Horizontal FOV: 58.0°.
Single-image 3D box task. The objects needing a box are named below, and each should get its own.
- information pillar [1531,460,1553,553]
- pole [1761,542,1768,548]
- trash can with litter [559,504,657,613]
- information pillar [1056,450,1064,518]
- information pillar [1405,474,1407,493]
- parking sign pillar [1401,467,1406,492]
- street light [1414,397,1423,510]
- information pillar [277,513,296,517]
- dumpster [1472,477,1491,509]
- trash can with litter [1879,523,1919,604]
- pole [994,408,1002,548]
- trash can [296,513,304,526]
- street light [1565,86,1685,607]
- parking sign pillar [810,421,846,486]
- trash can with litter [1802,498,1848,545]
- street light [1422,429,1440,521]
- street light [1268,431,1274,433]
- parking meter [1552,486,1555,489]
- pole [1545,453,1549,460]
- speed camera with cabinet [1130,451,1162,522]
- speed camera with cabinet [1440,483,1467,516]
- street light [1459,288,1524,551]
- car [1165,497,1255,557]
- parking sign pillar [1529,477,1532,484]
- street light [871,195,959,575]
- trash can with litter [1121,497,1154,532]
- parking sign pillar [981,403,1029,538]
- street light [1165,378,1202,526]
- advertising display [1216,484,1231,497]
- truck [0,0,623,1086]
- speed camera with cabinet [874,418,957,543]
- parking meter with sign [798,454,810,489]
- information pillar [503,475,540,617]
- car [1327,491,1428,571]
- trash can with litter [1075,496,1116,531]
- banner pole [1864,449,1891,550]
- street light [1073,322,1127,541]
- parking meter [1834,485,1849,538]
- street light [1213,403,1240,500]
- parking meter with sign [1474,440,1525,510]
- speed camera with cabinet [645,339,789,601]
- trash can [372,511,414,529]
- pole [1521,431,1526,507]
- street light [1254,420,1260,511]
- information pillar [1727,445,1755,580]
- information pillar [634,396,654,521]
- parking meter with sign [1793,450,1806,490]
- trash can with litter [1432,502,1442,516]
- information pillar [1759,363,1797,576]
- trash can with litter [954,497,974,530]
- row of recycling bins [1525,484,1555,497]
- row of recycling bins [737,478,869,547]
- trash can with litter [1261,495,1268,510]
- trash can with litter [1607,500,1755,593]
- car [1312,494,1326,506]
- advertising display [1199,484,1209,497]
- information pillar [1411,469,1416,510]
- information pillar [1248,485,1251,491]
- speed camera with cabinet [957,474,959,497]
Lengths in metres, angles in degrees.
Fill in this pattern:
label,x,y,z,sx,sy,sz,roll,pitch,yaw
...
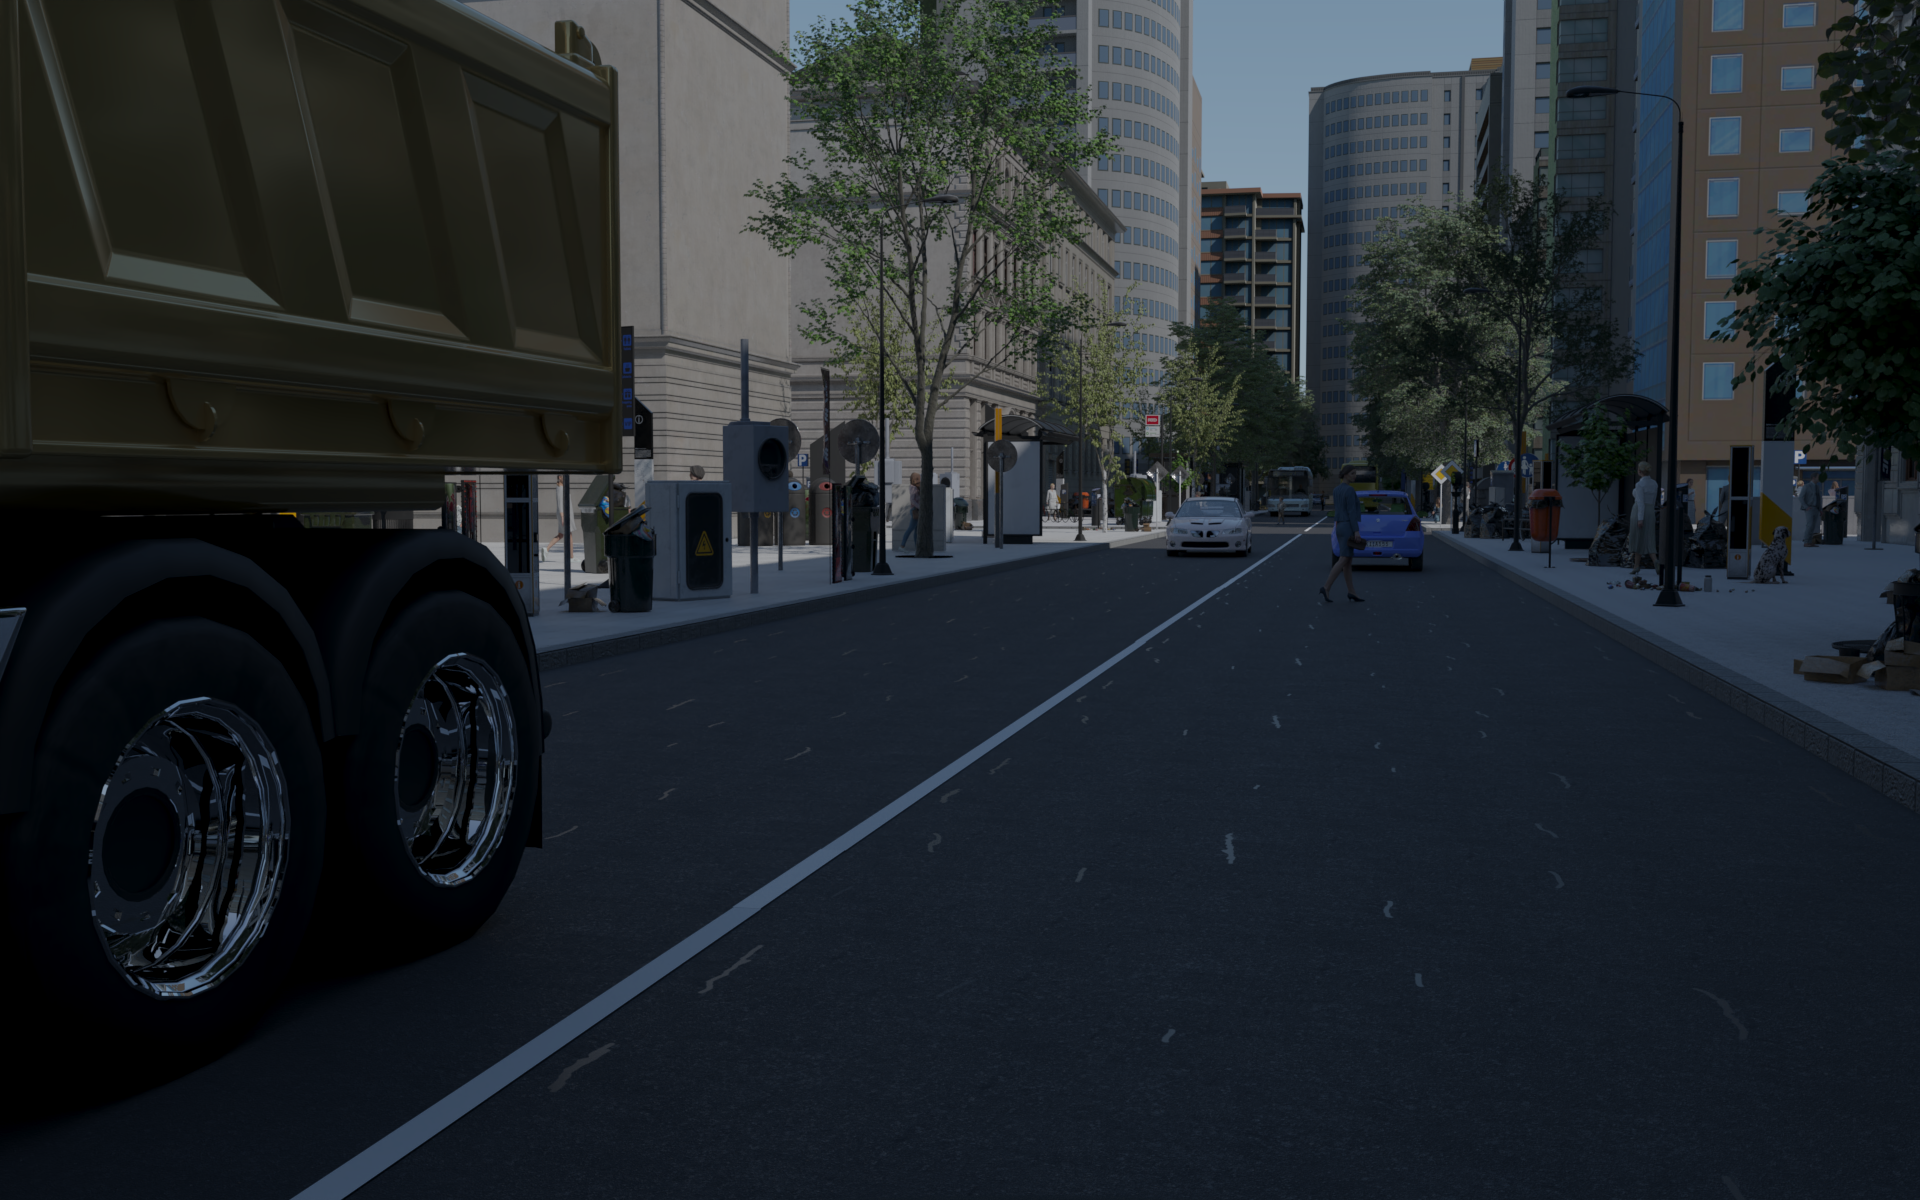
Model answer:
label,x,y,z,sx,sy,sz,roll,pitch,yaw
information pillar,12.609,-2.021,37.528,0.304,2.012,0.304,-1,4,-23
pole,19.158,-2.891,41.119,0.158,3.312,0.155,0,3,0
trash can with litter,-3.827,-0.454,18.818,1.055,1.170,0.624,0,4,-1
information pillar,5.401,-6.233,93.257,0.504,3.616,0.183,3,5,41
information pillar,34.398,-8.658,132.911,0.504,3.616,0.183,-1,4,-19
parking sign pillar,35.788,-9.142,137.937,1.447,3.967,1.447,3,4,38
street light,21.927,-6.658,81.397,1.470,5.913,1.316,1,4,13
information pillar,-13.014,-2.580,33.536,0.183,3.616,0.504,3,5,43
dumpster,17.681,-3.157,57.381,1.264,1.857,1.865,1,4,13
trash can with litter,11.029,-0.516,19.831,0.624,1.170,1.055,-1,4,-18
pole,0.909,-2.901,41.271,0.158,3.312,0.155,0,3,0
trash can,-9.532,-0.861,25.736,0.748,1.137,0.748,0,3,0
street light,7.590,-2.889,19.774,1.470,5.913,1.316,1,4,13
parking sign pillar,-4.858,-4.599,63.663,1.447,3.967,1.447,0,4,-2
trash can with litter,21.869,-1.985,43.847,0.624,1.170,1.055,-2,4,-30
street light,16.637,-5.283,58.922,1.470,5.913,1.316,1,4,13
street light,22.402,-9.490,127.694,1.470,5.913,1.316,1,4,13
parking meter,17.404,-2.624,51.312,0.372,1.533,0.369,0,3,0
pole,29.463,-5.698,86.998,0.158,3.312,0.155,0,3,0
speed camera with cabinet,8.471,-5.179,79.017,0.660,3.252,2.038,-2,4,-23
speed camera with cabinet,29.049,-6.559,101.573,2.038,3.252,0.660,0,4,-4
street light,12.032,-4.069,39.064,1.470,5.913,1.316,1,4,13
car,5.969,-1.765,41.214,2.083,1.381,4.827,1,4,11
parking sign pillar,44.092,-8.778,131.993,1.447,3.967,1.447,0,4,6
street light,-0.703,-3.340,27.155,1.470,5.913,1.316,1,4,13
trash can with litter,6.048,-2.908,58.936,1.055,1.170,0.624,-1,4,-12
parking sign pillar,1.355,-3.837,51.204,1.447,3.967,1.447,1,4,12
street light,8.958,-5.915,69.258,1.470,5.913,1.316,1,4,13
advertising display,15.970,-6.127,105.389,0.974,1.923,0.123,0,4,-2
truck,-3.653,-0.385,2.217,3.469,3.379,9.791,1,4,14
speed camera with cabinet,-1.200,-3.121,45.368,2.038,3.252,0.660,0,4,5
parking meter with sign,-6.334,-4.857,75.673,0.543,3.016,1.738,2,4,33
information pillar,-4.598,-0.836,18.157,0.304,2.012,0.304,0,4,-1
car,8.085,-1.466,33.564,1.945,1.707,3.694,1,4,13
trash can with litter,4.736,-3.075,61.340,1.678,1.210,2.233,3,5,41
banner pole,21.275,-3.055,39.970,0.863,3.779,0.401,-2,4,-33
street light,3.804,-4.550,46.935,1.470,5.913,1.316,1,4,13
parking meter,25.899,-2.600,50.918,0.372,1.533,0.369,0,3,0
street light,13.622,-7.123,89.005,1.470,5.913,1.316,1,4,13
parking meter with sign,17.364,-3.619,55.427,1.738,3.016,0.543,1,4,9
speed camera with cabinet,-2.991,-1.662,21.503,0.660,3.252,2.038,2,4,35
trash can,-8.778,-0.928,26.827,0.748,1.137,0.748,0,3,0
pole,18.287,-3.820,56.303,0.158,3.312,0.155,0,3,0
street light,18.009,-8.304,108.308,1.470,5.913,1.316,1,4,13
information pillar,11.723,-1.316,26.014,0.304,2.012,0.304,2,4,32
information pillar,-7.559,-3.059,41.363,0.504,3.616,0.183,1,4,19
parking meter with sign,33.323,-4.487,69.630,0.543,3.016,1.738,0,4,2
trash can with litter,27.229,-5.289,97.863,1.055,1.170,0.624,0,4,-7
information pillar,12.817,-2.187,27.118,0.504,3.616,0.183,0,4,3
trash can with litter,0.167,-3.063,61.473,0.624,1.170,1.055,-2,4,-29
row of recycling bins,24.499,-3.858,70.197,3.534,1.692,1.069,2,4,32
row of recycling bins,-3.840,-2.212,43.286,3.534,1.692,1.069,-2,4,-24
trash can with litter,24.496,-7.982,141.567,2.233,1.210,1.678,1,4,19
trash can with litter,9.574,-0.762,23.516,1.678,1.210,2.233,0,4,-4
car,42.401,-11.825,205.341,2.014,1.417,4.499,1,4,12
advertising display,16.087,-6.707,114.878,0.123,1.923,0.974,-3,4,-38
information pillar,27.331,-6.915,104.415,0.183,3.616,0.504,3,4,37
information pillar,23.561,-8.316,140.459,0.304,2.012,0.304,2,4,28
speed camera with cabinet,-1.000,-4.854,73.699,2.038,3.252,0.660,3,4,37
